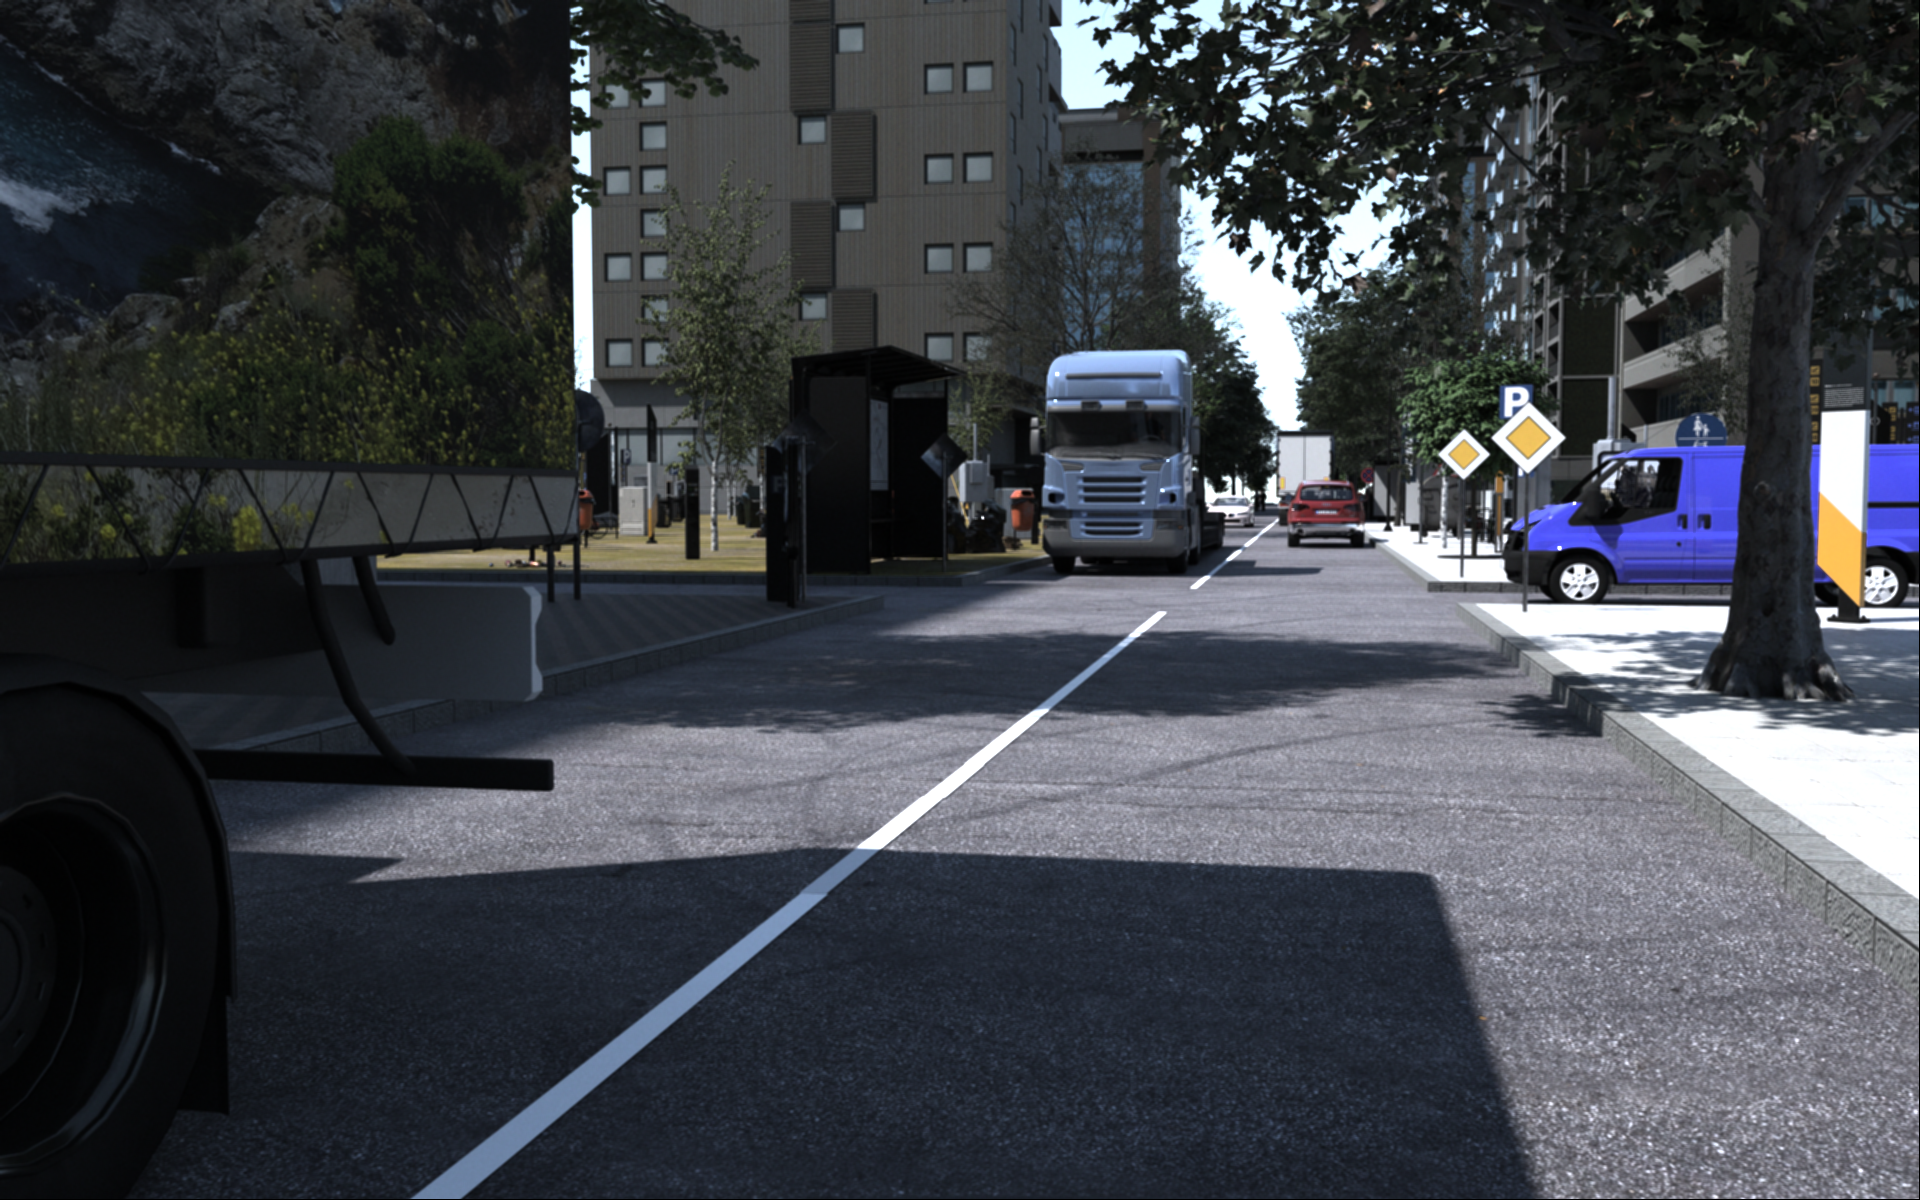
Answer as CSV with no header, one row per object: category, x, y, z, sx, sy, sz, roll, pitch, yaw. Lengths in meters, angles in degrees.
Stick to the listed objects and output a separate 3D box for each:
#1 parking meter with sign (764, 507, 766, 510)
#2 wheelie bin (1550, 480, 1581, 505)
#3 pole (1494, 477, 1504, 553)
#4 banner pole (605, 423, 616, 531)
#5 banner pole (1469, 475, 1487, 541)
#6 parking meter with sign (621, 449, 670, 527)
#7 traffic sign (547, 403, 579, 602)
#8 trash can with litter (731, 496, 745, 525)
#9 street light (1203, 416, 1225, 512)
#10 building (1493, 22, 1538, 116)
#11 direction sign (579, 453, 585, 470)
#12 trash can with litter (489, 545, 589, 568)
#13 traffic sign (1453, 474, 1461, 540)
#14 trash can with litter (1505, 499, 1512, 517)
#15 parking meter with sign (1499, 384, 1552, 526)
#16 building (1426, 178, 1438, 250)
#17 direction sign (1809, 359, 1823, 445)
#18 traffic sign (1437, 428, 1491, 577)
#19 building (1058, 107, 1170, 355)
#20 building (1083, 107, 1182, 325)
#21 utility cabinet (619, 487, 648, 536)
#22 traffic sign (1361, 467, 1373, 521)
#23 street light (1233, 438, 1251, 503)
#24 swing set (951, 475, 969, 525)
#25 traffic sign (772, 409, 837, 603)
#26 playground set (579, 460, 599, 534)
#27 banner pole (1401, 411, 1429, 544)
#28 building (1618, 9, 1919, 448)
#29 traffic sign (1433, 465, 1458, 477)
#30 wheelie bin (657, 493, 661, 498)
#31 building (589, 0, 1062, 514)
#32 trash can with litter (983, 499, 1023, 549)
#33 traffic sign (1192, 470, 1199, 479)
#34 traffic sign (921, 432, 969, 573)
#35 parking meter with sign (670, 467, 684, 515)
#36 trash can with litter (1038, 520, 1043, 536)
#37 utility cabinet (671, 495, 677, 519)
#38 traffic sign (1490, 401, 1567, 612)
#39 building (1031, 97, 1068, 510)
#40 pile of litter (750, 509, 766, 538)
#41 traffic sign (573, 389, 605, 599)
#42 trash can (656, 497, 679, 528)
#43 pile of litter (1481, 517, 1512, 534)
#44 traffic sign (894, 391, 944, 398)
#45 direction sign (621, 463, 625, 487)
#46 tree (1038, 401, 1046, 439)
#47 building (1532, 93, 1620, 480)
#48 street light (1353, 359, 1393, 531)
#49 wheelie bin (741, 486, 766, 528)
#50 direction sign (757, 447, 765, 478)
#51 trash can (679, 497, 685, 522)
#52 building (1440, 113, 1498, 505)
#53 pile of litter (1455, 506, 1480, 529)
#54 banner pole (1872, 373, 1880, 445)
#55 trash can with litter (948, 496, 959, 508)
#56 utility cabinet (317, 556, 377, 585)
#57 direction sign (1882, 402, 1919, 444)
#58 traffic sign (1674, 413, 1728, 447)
parking meter with sign,-5.777,-3.829,58.863,1.738,3.016,0.543,1,4,14
wheelie bin,13.289,-1.847,38.106,0.980,1.594,0.693,1,4,11
pole,11.739,-2.679,37.643,0.158,3.312,0.155,0,3,0
banner pole,-12.196,-4.323,60.700,0.401,3.779,0.863,-2,4,-26
banner pole,14.102,-3.487,47.026,0.863,3.779,0.401,-3,4,-38
parking meter with sign,-12.298,-4.350,67.384,1.738,3.016,0.543,2,4,24
traffic sign,-4.879,-1.252,20.579,0.768,2.556,0.104,1,4,16
trash can with litter,-8.838,-3.701,71.895,1.055,1.170,0.624,3,5,43
street light,15.137,-8.013,103.557,1.470,5.913,1.316,1,4,11
building,55.777,-32.065,143.873,23.786,49.044,30.456,1,4,11
direction sign,-19.372,-5.991,89.943,0.876,3.537,0.379,2,4,28
trash can with litter,-7.556,-1.216,30.933,1.678,1.210,2.233,-1,4,-17
traffic sign,13.984,-2.959,48.489,0.768,2.556,0.104,1,4,14
trash can with litter,30.402,-5.232,96.937,0.624,1.170,1.055,-1,4,-14
parking meter with sign,9.390,-1.963,28.351,0.543,3.016,1.738,3,4,38
building,74.278,-37.735,236.575,23.786,49.044,30.456,1,4,11
direction sign,14.467,-2.261,28.960,0.379,3.537,0.876,-3,5,-43
traffic sign,7.723,-1.404,26.600,0.795,2.450,0.064,1,4,11
building,17.275,-33.931,204.874,14.600,45.320,14.200,1,4,11
building,16.485,-39.865,241.035,28.713,52.752,27.495,1,4,11
utility cabinet,-9.984,-2.722,53.175,1.173,1.500,0.318,3,5,40
traffic sign,19.559,-5.064,82.902,0.768,2.556,0.104,1,4,14
street light,23.291,-10.484,143.959,1.470,5.913,1.316,1,4,11
swing set,-1.696,-4.548,71.973,2.862,2.851,3.119,3,5,41
traffic sign,-1.839,-1.025,20.402,0.795,2.450,0.064,1,4,11
playground set,-14.142,-4.241,56.115,5.302,4.214,5.637,1,4,10
banner pole,11.750,-3.352,44.824,0.401,3.779,0.863,-3,5,-42
building,38.312,-27.007,65.264,21.300,48.544,21.600,1,4,11
traffic sign,15.090,-3.285,53.714,0.884,2.594,0.081,1,4,15
wheelie bin,-12.982,-3.940,72.323,0.980,1.594,0.693,-1,4,-11
building,-7.775,-32.436,119.575,28.713,52.752,27.495,1,4,11
trash can with litter,1.015,-1.792,40.685,1.055,1.170,0.624,3,4,37
traffic sign,12.258,-5.600,91.659,0.768,2.556,0.104,1,4,14
traffic sign,-0.256,-1.504,28.229,0.795,2.450,0.064,1,4,11
parking meter with sign,-17.382,-6.772,106.977,0.543,3.016,1.738,-2,4,-29
trash can with litter,1.637,-2.594,53.477,2.233,1.210,1.678,2,4,25
utility cabinet,-15.080,-4.904,91.339,0.306,1.237,1.020,0,4,-8
traffic sign,6.140,-0.925,18.773,0.795,2.450,0.064,1,4,11
building,-4.783,-27.750,145.600,32.217,40.220,23.993,1,4,11
pile of litter,-5.582,-2.276,51.176,1.176,0.858,1.719,-3,5,-40
traffic sign,-4.672,-1.282,21.061,0.768,2.556,0.104,1,4,18
trash can,-11.314,-3.323,65.980,0.748,1.137,0.748,0,3,0
pile of litter,17.777,-2.542,55.535,1.176,0.858,1.719,-1,4,-13
traffic sign,-1.381,-2.491,34.596,2.265,3.308,0.079,1,4,17
direction sign,-21.084,-7.113,108.289,0.379,3.537,0.876,-2,4,-24
tree,6.495,-8.964,96.921,4.737,8.622,4.395,0,3,0
building,49.121,-41.575,118.007,20.563,71.187,20.611,1,4,11
street light,14.226,-5.327,59.644,1.470,5.913,1.316,1,4,11
wheelie bin,-7.820,-3.522,65.486,0.980,1.594,0.693,-2,4,-33
direction sign,-9.233,-5.550,82.744,0.876,3.537,0.379,0,4,-2
trash can,-13.135,-4.200,80.322,0.748,1.137,0.748,0,3,0
building,63.187,-33.712,201.297,14.600,45.320,14.200,1,4,11
pile of litter,18.758,-3.067,64.118,1.719,0.858,1.176,0,4,-1
banner pole,18.671,-2.803,35.845,0.863,3.779,0.401,0,4,3
trash can with litter,-0.343,-4.327,82.138,0.624,1.170,1.055,0,4,6
utility cabinet,-6.203,-0.367,17.156,0.306,1.237,1.020,1,4,18
direction sign,23.172,-3.101,42.700,0.876,3.537,0.379,2,4,28
traffic sign,11.609,-1.657,27.201,0.768,2.556,0.104,1,4,19
